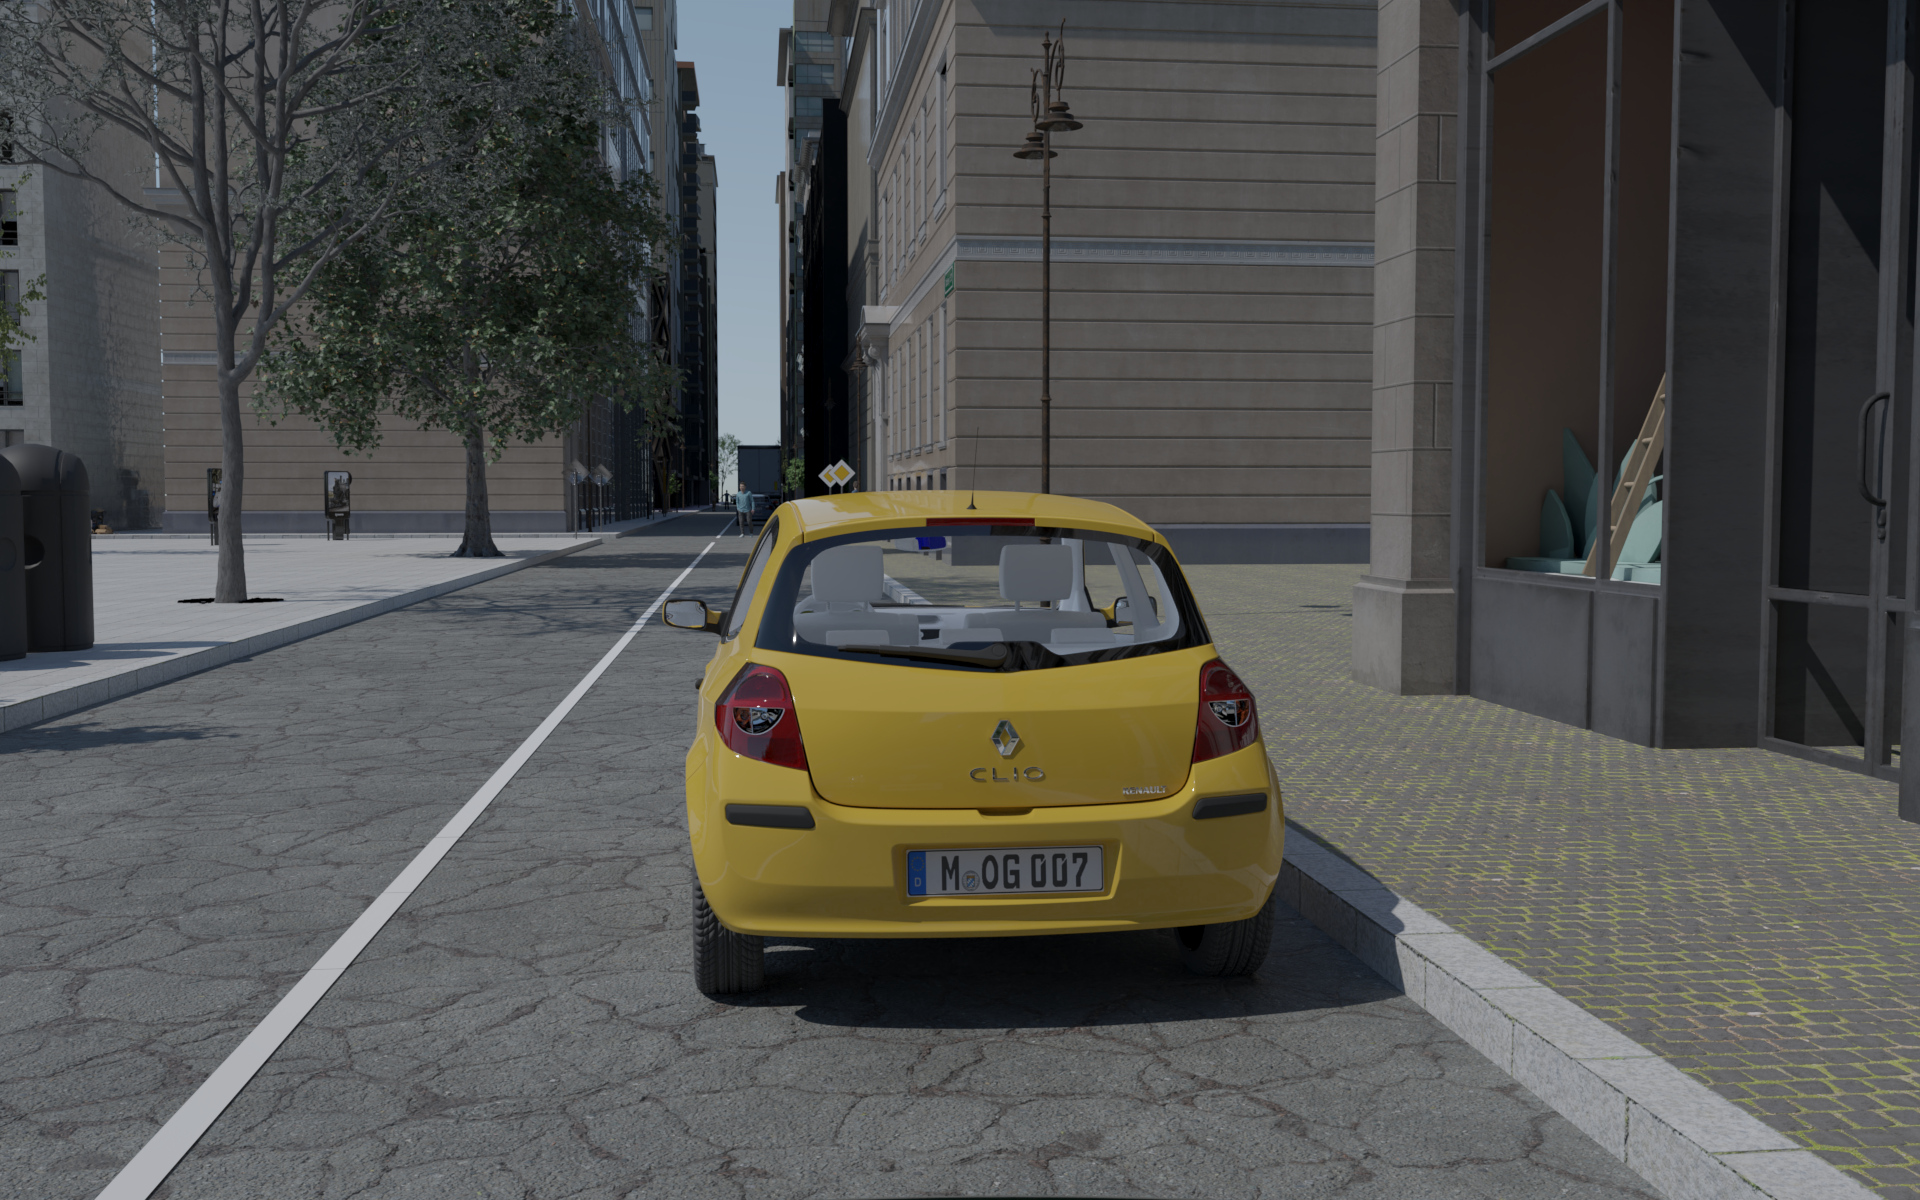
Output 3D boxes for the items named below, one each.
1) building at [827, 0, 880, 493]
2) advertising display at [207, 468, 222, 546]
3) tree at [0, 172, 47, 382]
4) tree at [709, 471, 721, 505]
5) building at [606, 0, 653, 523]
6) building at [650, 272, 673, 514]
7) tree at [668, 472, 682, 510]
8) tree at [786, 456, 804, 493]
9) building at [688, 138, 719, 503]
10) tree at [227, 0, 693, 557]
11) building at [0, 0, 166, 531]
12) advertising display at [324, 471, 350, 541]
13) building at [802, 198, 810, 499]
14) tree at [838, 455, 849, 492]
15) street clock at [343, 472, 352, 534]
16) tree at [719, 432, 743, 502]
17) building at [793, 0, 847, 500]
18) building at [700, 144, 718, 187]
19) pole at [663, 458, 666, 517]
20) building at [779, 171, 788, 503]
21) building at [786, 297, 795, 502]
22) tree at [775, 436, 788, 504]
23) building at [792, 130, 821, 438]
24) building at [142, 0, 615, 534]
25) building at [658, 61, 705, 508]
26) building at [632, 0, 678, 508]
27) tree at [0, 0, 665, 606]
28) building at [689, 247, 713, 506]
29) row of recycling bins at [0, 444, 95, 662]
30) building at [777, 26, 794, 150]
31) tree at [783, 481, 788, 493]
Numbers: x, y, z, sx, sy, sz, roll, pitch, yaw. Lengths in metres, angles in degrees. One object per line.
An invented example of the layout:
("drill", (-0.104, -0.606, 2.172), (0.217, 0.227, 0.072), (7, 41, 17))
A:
("building", (10.257, -14.298, 67.056), (30.059, 22.955, 16.112), (0, 4, -7))
("advertising display", (-18.567, -2.333, 43.359), (0.123, 1.923, 0.974), (0, 4, -1))
("tree", (-21.257, -5.253, 36.249), (4.737, 8.622, 4.395), (0, 3, 0))
("tree", (-30.606, -13.751, 208.541), (4.285, 4.588, 4.351), (0, 3, 0))
("building", (-22.428, -19.108, 89.908), (11.434, 29.767, 29.804), (0, 4, -7))
("building", (-27.406, -15.023, 113.085), (16.820, 18.784, 16.811), (0, 4, -7))
("tree", (-21.555, -8.234, 129.233), (1.663, 3.219, 1.824), (0, 3, 0))
("tree", (-11.992, -9.262, 135.146), (4.285, 4.588, 4.351), (0, 3, 0))
("building", (-44.327, -37.588, 238.264), (21.300, 48.544, 21.600), (0, 4, -7))
("tree", (-10.031, -7.234, 35.278), (9.611, 12.733, 9.660), (0, 3, 0))
("building", (-37.463, -12.438, 58.109), (16.860, 20.320, 10.420), (0, 4, -7))
("advertising display", (-17.254, -2.617, 47.997), (0.123, 1.923, 0.974), (1, 4, 17))
("building", (-2.747, -16.584, 100.820), (12.332, 23.373, 15.834), (0, 4, -7))
("tree", (-4.591, -4.937, 75.325), (1.663, 3.219, 1.824), (0, 3, 0))
("street clock", (-19.643, -3.103, 55.305), (0.471, 2.002, 0.358), (2, 4, 31))
("tree", (-39.663, -22.263, 289.748), (9.928, 11.665, 9.643), (0, 3, 0))
("building", (-6.887, -28.238, 145.289), (14.154, 41.232, 14.086), (0, 4, -7))
("building", (-51.094, -41.148, 262.014), (28.713, 52.752, 27.495), (0, 4, -7))
("pole", (-16.644, -6.341, 97.510), (0.158, 3.312, 0.155), (0, 3, 0))
("building", (-17.425, -35.761, 234.807), (14.600, 45.320, 14.200), (0, 4, -7))
("building", (-2.687, -19.756, 168.047), (27.650, 21.520, 28.899), (0, 4, -7))
("tree", (-22.605, -16.608, 221.899), (4.737, 8.622, 4.395), (0, 3, 0))
("building", (-4.374, -20.399, 120.917), (14.401, 28.519, 23.554), (0, 4, -7))
("building", (-20.282, -17.077, 65.106), (13.634, 28.700, 20.117), (0, 4, -7))
("building", (-36.933, -31.640, 171.944), (22.147, 44.769, 28.867), (0, 4, -7))
("building", (-37.282, -33.890, 143.339), (28.713, 52.752, 27.495), (0, 4, -7))
("tree", (-8.468, -6.710, 20.084), (12.009, 13.543, 11.850), (0, 3, 0))
("building", (-35.437, -25.838, 194.148), (14.160, 30.474, 14.107), (0, 4, -7))
("row of recycling bins", (-7.876, -0.357, 12.952), (1.069, 1.692, 3.534), (1, 4, 13))
("building", (-5.943, -37.067, 195.288), (28.713, 52.752, 27.495), (0, 4, -7))
("tree", (-21.337, -13.611, 217.139), (1.663, 3.219, 1.824), (0, 3, 0))
